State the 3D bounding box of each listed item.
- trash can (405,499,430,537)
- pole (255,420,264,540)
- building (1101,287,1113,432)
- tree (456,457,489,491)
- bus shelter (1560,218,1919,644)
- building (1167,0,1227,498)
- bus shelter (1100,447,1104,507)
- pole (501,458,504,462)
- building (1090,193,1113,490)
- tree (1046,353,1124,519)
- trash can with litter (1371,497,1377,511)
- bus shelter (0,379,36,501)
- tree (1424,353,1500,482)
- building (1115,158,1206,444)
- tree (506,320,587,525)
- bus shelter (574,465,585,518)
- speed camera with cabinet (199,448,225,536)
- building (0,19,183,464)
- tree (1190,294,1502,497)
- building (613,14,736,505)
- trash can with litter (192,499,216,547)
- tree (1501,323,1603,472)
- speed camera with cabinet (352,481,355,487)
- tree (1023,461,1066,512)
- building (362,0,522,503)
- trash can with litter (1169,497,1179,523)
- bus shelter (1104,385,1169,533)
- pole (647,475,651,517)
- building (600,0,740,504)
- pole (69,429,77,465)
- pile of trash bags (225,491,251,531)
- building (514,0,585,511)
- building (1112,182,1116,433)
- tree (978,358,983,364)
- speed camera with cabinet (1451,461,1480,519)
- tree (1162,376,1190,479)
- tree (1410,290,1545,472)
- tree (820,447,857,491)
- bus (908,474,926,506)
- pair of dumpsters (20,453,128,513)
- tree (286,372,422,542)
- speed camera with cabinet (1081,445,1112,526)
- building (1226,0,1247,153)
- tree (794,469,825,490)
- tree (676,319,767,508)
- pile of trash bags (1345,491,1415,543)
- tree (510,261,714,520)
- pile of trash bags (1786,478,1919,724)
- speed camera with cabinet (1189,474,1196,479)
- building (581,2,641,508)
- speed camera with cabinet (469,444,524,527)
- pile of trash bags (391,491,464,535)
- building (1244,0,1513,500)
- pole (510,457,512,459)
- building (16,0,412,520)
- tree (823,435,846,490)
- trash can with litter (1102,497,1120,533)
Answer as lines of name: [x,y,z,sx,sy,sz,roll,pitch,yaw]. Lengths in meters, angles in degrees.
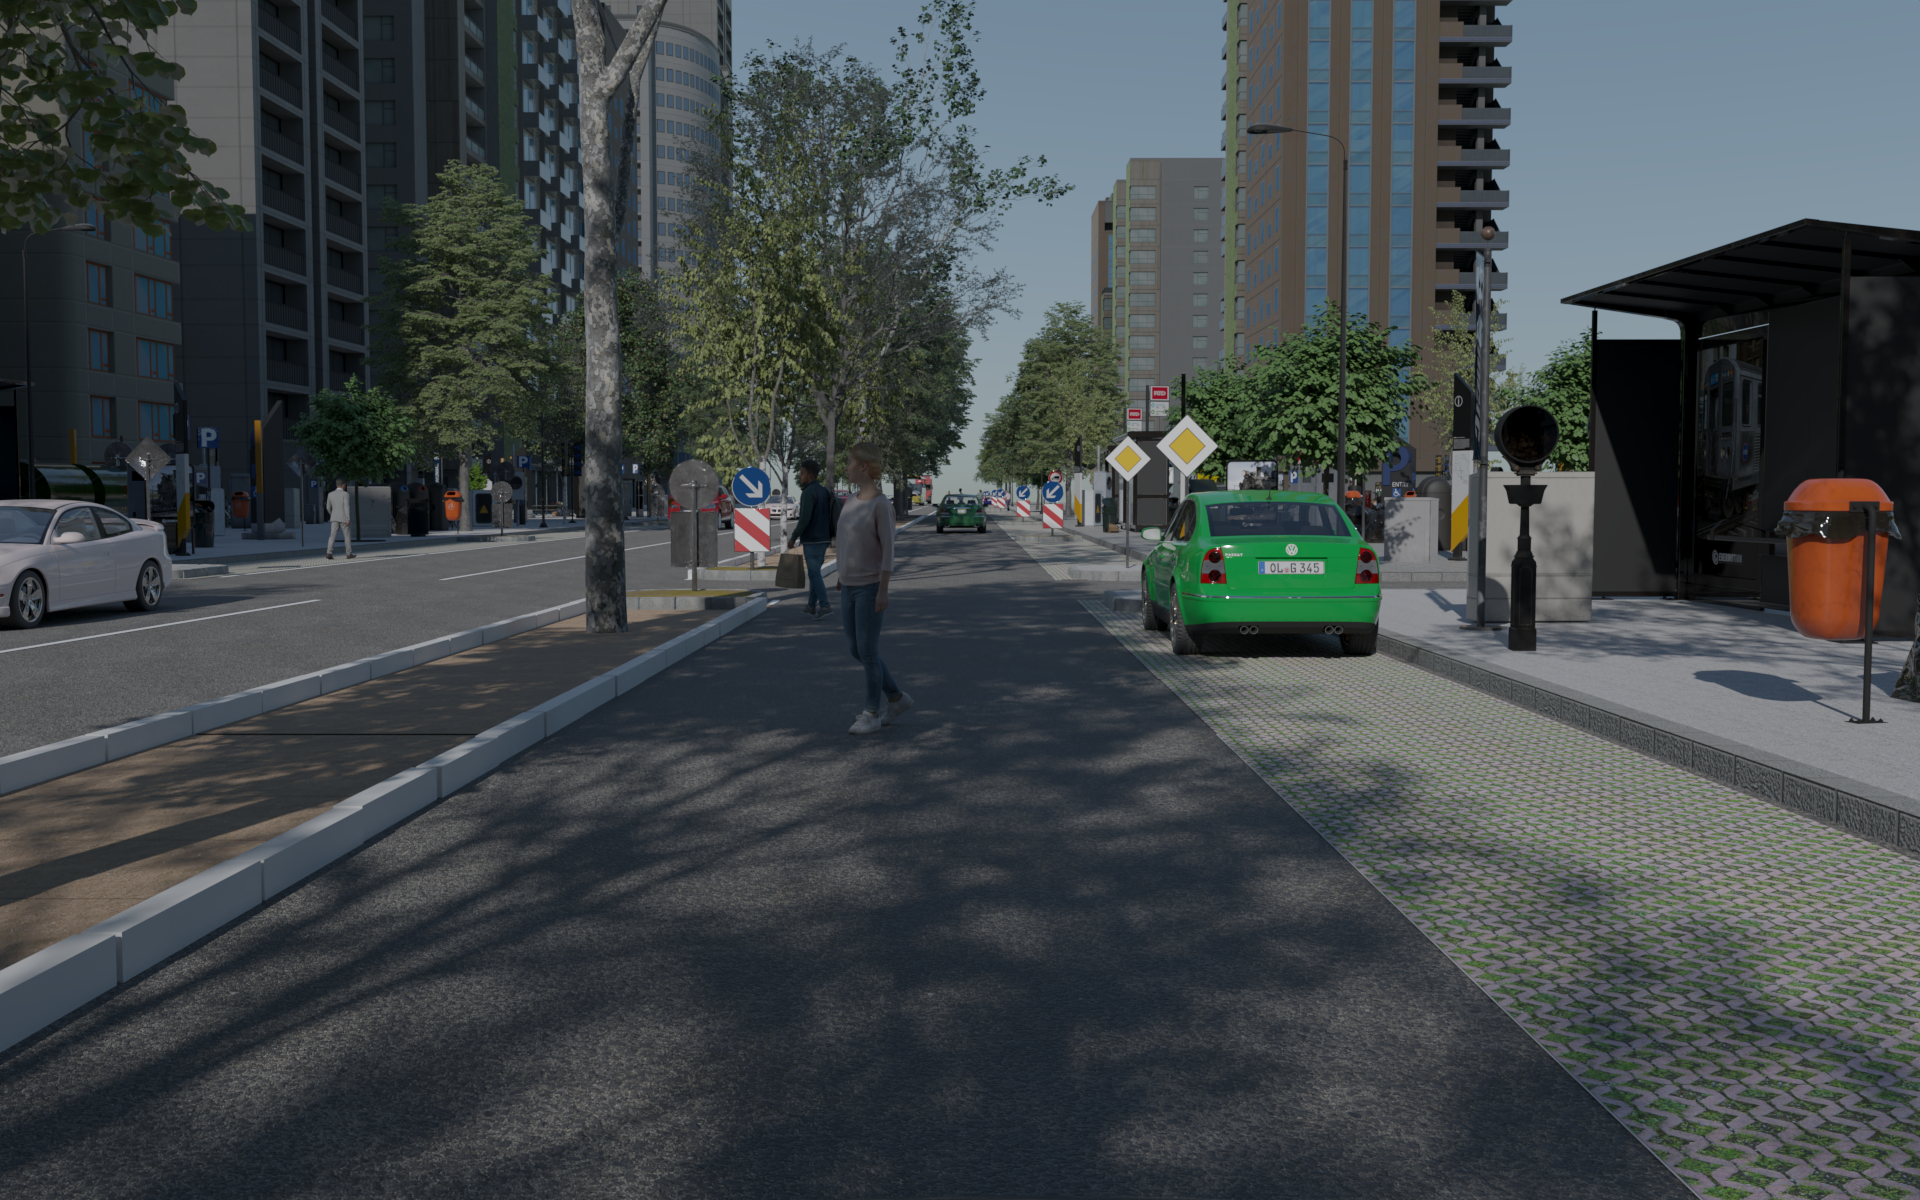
trash can: [-16.287,-2.469,52.027,0.748,1.137,0.748,0,3,0]
pole: [-19.451,-3.318,48.085,0.158,3.312,0.155,0,3,0]
building: [26.503,-28.757,241.883,14.160,30.474,14.107,0,4,0]
tree: [-24.821,-5.782,89.138,1.663,3.219,1.824,0,3,0]
bus shelter: [8.072,-1.627,17.892,1.731,3.624,6.357,0,4,0]
building: [31.038,-51.176,149.399,22.319,86.520,31.000,0,4,0]
bus shelter: [7.401,-6.161,78.356,2.179,5.291,8.768,0,4,0]
pole: [-25.983,-6.399,98.461,0.158,3.312,0.155,0,3,0]
building: [26.782,-37.097,256.645,14.600,45.320,14.200,0,4,0]
tree: [6.180,-8.552,90.193,4.737,8.622,4.395,0,3,0]
trash can with litter: [17.936,-3.923,75.530,0.624,1.170,1.055,-2,4,-32]
bus shelter: [-20.404,-2.592,33.654,1.731,3.624,6.357,0,3,0]
tree: [26.424,-8.653,91.833,4.360,8.622,3.978,0,3,0]
building: [27.214,-32.393,213.219,14.154,41.232,14.086,0,4,0]
tree: [-16.879,-7.484,72.726,4.360,8.622,3.978,0,3,0]
bus shelter: [-19.449,-6.291,94.148,1.731,3.624,6.357,0,4,0]
speed camera with cabinet: [-23.003,-3.604,53.269,0.660,3.252,2.038,-2,4,-26]
building: [-46.321,-13.001,57.608,27.650,21.520,28.899,0,4,0]
tree: [6.167,-2.748,28.650,4.285,4.588,4.351,0,3,0]
building: [-40.544,-41.217,215.902,21.231,58.520,28.212,0,4,0]
trash can with litter: [-18.263,-1.854,41.702,0.624,1.170,1.055,-1,4,-22]
tree: [12.143,-3.037,33.376,4.285,4.588,4.351,0,3,0]
speed camera with cabinet: [-28.557,-5.483,83.978,0.660,3.252,2.038,2,4,25]
tree: [6.262,-8.800,127.590,4.285,4.588,4.351,0,3,0]
building: [-37.222,-26.203,112.017,14.154,41.232,14.086,0,4,0]
trash can with litter: [8.474,-3.600,70.253,0.624,1.170,1.055,-1,4,-16]
bus shelter: [6.644,-5.137,61.619,2.179,5.291,8.768,0,4,0]
pole: [-17.072,-6.184,94.954,0.158,3.312,0.155,0,3,0]
building: [-39.976,-49.041,240.067,20.563,71.187,20.611,0,4,0]
pole: [-27.761,-3.697,54.281,0.158,3.312,0.155,0,3,0]
pile of trash bags: [-28.236,-3.468,66.453,3.447,1.369,1.912,-1,4,-9]
building: [-41.712,-31.479,134.287,23.786,49.044,30.456,0,4,0]
building: [26.879,-33.255,227.306,14.154,41.232,14.086,0,4,0]
tree: [-3.261,-11.171,91.763,9.857,13.997,8.962,0,3,0]
speed camera with cabinet: [19.996,-4.601,69.562,0.660,3.252,2.038,-3,4,-38]
tree: [6.091,-3.412,39.499,4.285,4.588,4.351,0,3,0]
tree: [18.178,-6.810,61.699,4.737,8.622,4.395,0,3,0]
tree: [-16.191,-20.543,252.880,9.611,12.733,9.660,0,3,0]
bus: [-5.757,-13.630,214.403,2.896,3.916,12.252,0,4,1]
pair of dumpsters: [-20.513,-2.280,39.777,1.574,2.255,4.437,0,4,0]
tree: [-16.346,-3.860,46.827,4.285,4.588,4.351,0,3,0]
speed camera with cabinet: [5.503,-4.610,69.713,0.660,3.252,2.038,2,4,26]
building: [26.415,-27.165,127.746,14.154,41.232,14.086,0,4,0]
tree: [-15.810,-12.164,182.590,4.285,4.588,4.351,0,3,0]
tree: [-16.261,-13.204,122.534,9.857,13.997,8.962,0,3,0]
pile of trash bags: [11.143,-2.270,46.863,1.912,1.369,3.447,-1,4,-10]
tree: [-16.897,-10.297,85.362,9.611,12.733,9.660,0,3,0]
pile of trash bags: [6.395,-0.031,10.260,3.447,1.369,1.912,-1,4,-14]
speed camera with cabinet: [11.549,-5.303,81.044,0.660,3.252,2.038,-3,5,-43]
building: [-37.327,-30.982,156.671,14.600,45.320,14.200,0,4,0]
speed camera with cabinet: [-18.316,-4.535,68.484,2.038,3.252,0.660,-2,4,-25]
pile of trash bags: [-17.407,-2.775,55.129,3.447,1.369,1.912,1,4,10]
building: [26.762,-28.342,113.504,14.600,45.320,14.200,0,4,0]
pole: [-24.394,-6.150,94.393,0.158,3.312,0.155,0,3,0]
building: [-40.379,-39.787,88.764,20.563,71.187,20.611,0,4,0]
tree: [-15.391,-17.477,220.168,8.767,10.594,7.601,2,4,28]
trash can with litter: [5.074,-2.817,57.447,0.624,1.170,1.055,-1,4,-11]
